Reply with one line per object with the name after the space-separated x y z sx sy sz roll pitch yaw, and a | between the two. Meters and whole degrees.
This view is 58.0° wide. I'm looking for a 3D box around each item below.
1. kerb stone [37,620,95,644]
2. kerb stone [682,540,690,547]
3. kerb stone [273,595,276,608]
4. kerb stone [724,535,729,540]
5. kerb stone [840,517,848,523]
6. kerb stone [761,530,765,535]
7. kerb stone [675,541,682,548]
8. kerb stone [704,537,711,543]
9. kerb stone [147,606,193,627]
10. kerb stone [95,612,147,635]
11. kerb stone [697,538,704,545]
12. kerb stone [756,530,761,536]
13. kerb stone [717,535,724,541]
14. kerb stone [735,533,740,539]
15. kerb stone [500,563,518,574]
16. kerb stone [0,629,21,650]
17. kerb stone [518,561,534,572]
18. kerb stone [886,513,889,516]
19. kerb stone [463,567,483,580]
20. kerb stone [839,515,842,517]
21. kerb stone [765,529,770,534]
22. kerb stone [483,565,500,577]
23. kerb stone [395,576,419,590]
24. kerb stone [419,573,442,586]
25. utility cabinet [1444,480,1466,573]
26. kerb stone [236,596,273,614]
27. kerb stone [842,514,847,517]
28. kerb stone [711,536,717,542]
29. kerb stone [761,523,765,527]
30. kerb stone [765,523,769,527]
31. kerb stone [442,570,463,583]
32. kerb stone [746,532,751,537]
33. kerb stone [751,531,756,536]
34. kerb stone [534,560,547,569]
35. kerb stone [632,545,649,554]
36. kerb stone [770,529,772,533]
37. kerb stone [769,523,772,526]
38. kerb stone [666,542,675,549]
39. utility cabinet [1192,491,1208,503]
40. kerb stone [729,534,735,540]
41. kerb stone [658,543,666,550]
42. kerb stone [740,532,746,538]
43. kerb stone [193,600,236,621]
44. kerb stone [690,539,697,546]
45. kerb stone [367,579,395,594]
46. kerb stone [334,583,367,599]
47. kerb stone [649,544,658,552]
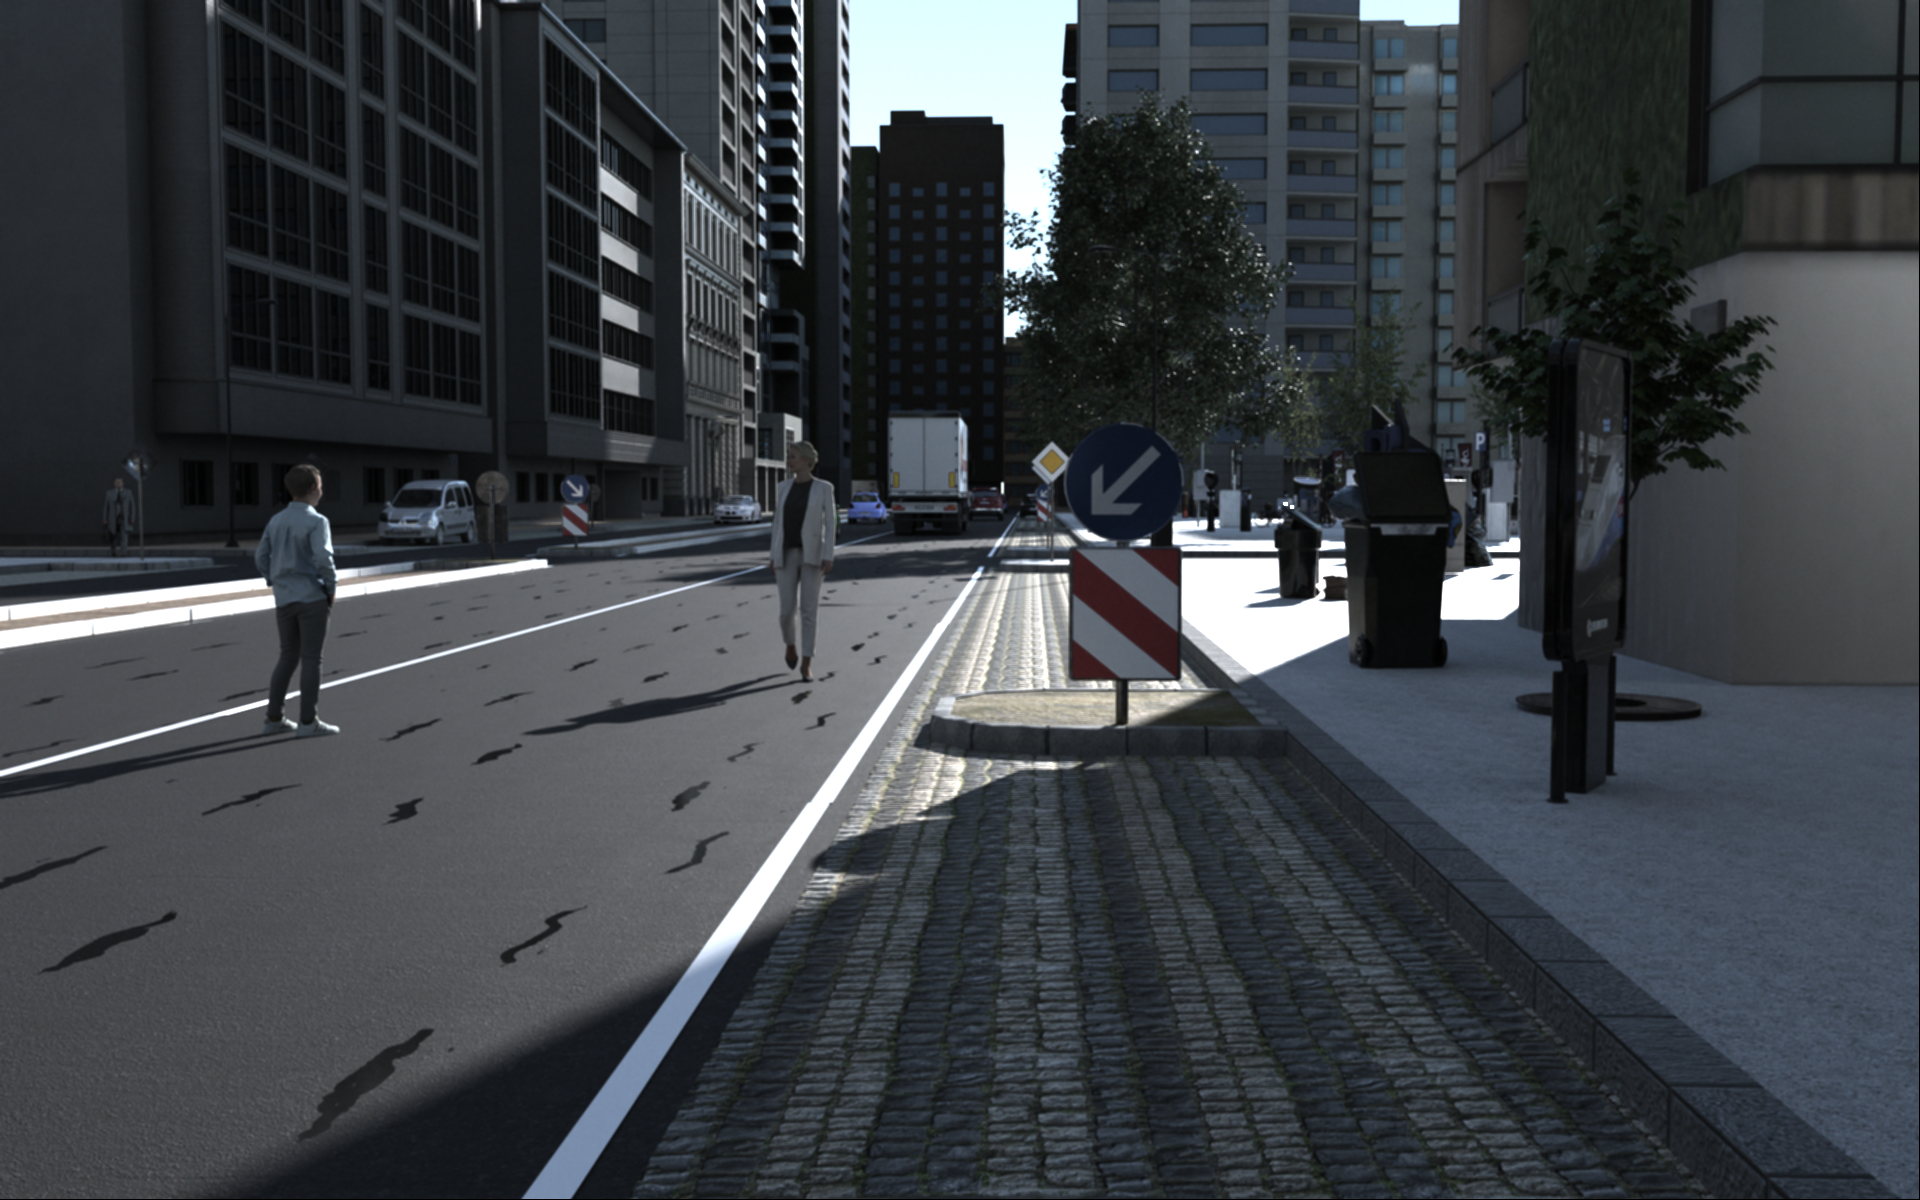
-8.855 0.317 17.007 0.120 0.150 1.000 0 4 2 | kerb stone
-7.593 -1.534 47.277 0.120 0.150 1.000 0 4 2 | kerb stone
-8.642 0.008 22.130 0.120 0.150 1.000 0 4 2 | kerb stone
-7.342 -1.910 53.447 0.120 0.150 1.000 0 4 2 | kerb stone
-5.895 -4.042 88.288 0.120 0.150 1.000 0 4 2 | kerb stone
-7.040 -2.351 60.630 0.120 0.150 1.000 0 4 2 | kerb stone
-7.644 -1.469 46.256 0.120 0.150 1.000 0 4 2 | kerb stone
-7.462 -1.723 50.360 0.120 0.150 1.000 0 4 2 | kerb stone
-8.773 0.192 19.059 0.120 0.150 1.000 0 4 2 | kerb stone
-8.810 0.259 18.038 0.120 0.150 1.000 0 4 2 | kerb stone
-7.510 -1.657 49.339 0.120 0.150 1.000 0 4 2 | kerb stone
-7.085 -2.288 59.606 0.120 0.150 1.000 0 4 2 | kerb stone
-7.382 -1.849 52.419 0.120 0.150 1.000 0 4 2 | kerb stone
-7.259 -2.036 55.490 0.120 0.150 1.000 0 4 2 | kerb stone
-8.260 -0.561 31.365 0.120 0.150 1.000 0 4 2 | kerb stone
-8.892 0.380 15.985 0.120 0.150 1.000 0 4 2 | kerb stone
-8.214 -0.624 32.395 0.120 0.150 1.000 0 4 2 | kerb stone
-4.791 -5.668 114.917 0.120 0.150 1.000 0 4 2 | kerb stone
-8.340 -0.435 29.305 0.120 0.150 1.000 0 4 2 | kerb stone
-7.356 -4.987 103.782 0.120 0.150 1.000 0 4 2 | kerb stone
-6.999 -2.414 61.659 0.120 0.150 1.000 0 4 2 | kerb stone
-8.304 -0.497 30.327 0.120 0.150 1.000 0 4 2 | kerb stone
-8.463 -0.246 26.221 0.120 0.150 1.000 0 4 2 | kerb stone
-8.424 -0.310 27.257 0.120 0.150 1.000 0 4 2 | kerb stone
7.461 -1.158 27.608 1.173 1.500 0.318 -1 4 -19 | utility cabinet
-8.679 0.066 21.109 0.120 0.150 1.000 0 4 2 | kerb stone
-7.224 -5.178 106.851 0.120 0.150 1.000 0 4 2 | kerb stone
-7.425 -1.785 51.381 0.120 0.150 1.000 0 4 2 | kerb stone
-8.594 -3.164 74.048 0.120 0.150 1.000 0 4 2 | kerb stone
-8.543 -3.235 75.080 0.120 0.150 1.000 0 4 2 | kerb stone
-8.380 -0.372 28.284 0.120 0.150 1.000 0 4 2 | kerb stone
-7.171 -2.162 57.543 0.120 0.150 1.000 0 4 2 | kerb stone
-7.128 -2.225 58.575 0.120 0.150 1.000 0 4 2 | kerb stone
-8.167 -0.685 33.428 0.120 0.150 1.000 0 4 2 | kerb stone
-7.803 -1.221 42.155 0.120 0.150 1.000 0 4 2 | kerb stone
-6.959 -2.469 62.693 0.120 0.150 1.000 0 4 2 | kerb stone
-8.502 -3.290 76.102 0.120 0.150 1.000 0 4 2 | kerb stone
-7.684 -1.405 45.235 0.120 0.150 1.000 0 4 2 | kerb stone
15.352 -6.241 110.719 1.173 1.500 0.318 -3 4 -38 | utility cabinet
-7.292 -1.974 54.468 0.120 0.150 1.000 0 4 2 | kerb stone
-7.725 -1.347 44.213 0.120 0.150 1.000 0 4 2 | kerb stone
-7.216 -2.099 56.521 0.120 0.150 1.000 0 4 2 | kerb stone
-8.719 0.131 20.080 0.120 0.150 1.000 0 4 2 | kerb stone
-7.561 -1.597 48.309 0.120 0.150 1.000 0 4 2 | kerb stone
-8.508 -0.180 25.199 0.120 0.150 1.000 0 4 2 | kerb stone
-8.558 -0.114 24.173 0.120 0.150 1.000 0 4 2 | kerb stone
-7.764 -1.284 43.189 0.120 0.150 1.000 0 4 2 | kerb stone
